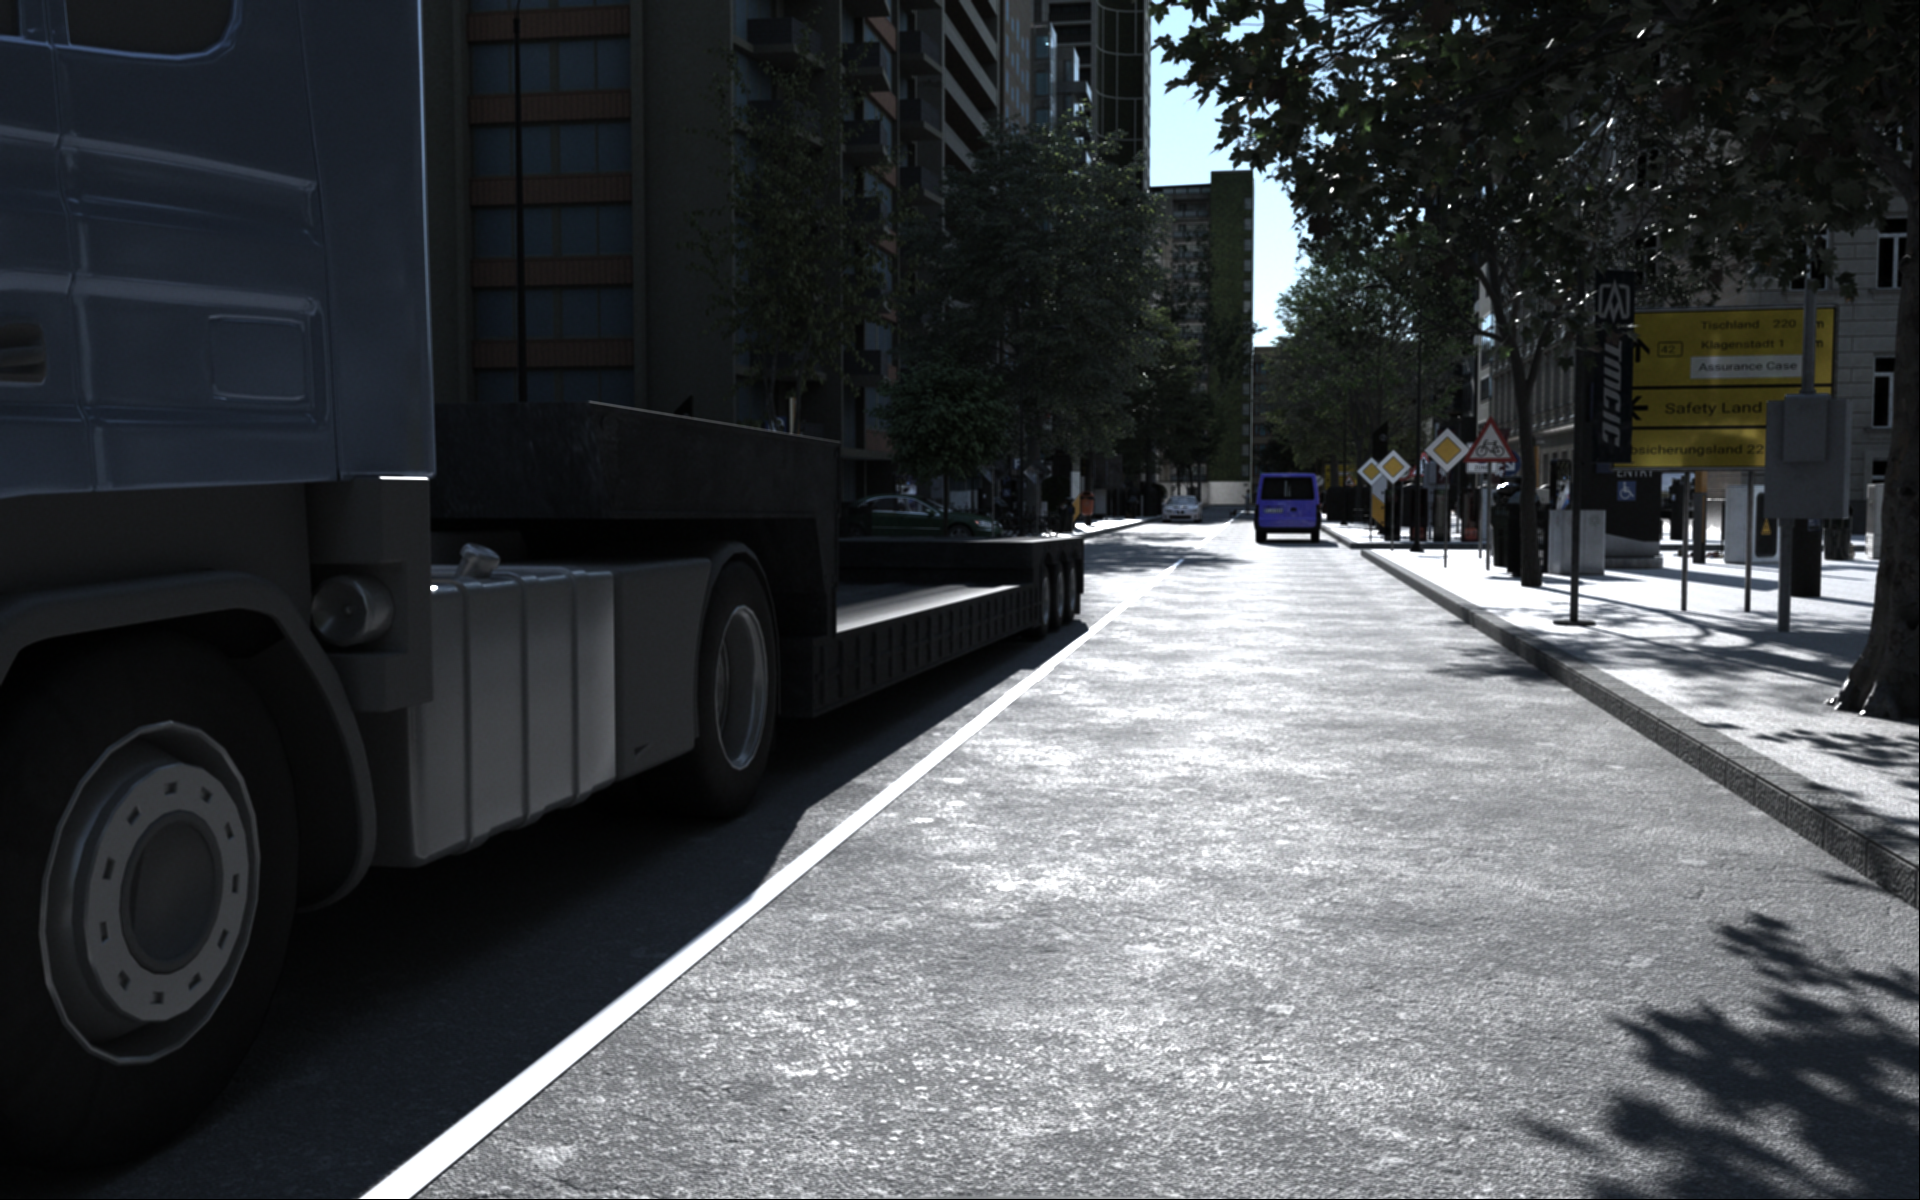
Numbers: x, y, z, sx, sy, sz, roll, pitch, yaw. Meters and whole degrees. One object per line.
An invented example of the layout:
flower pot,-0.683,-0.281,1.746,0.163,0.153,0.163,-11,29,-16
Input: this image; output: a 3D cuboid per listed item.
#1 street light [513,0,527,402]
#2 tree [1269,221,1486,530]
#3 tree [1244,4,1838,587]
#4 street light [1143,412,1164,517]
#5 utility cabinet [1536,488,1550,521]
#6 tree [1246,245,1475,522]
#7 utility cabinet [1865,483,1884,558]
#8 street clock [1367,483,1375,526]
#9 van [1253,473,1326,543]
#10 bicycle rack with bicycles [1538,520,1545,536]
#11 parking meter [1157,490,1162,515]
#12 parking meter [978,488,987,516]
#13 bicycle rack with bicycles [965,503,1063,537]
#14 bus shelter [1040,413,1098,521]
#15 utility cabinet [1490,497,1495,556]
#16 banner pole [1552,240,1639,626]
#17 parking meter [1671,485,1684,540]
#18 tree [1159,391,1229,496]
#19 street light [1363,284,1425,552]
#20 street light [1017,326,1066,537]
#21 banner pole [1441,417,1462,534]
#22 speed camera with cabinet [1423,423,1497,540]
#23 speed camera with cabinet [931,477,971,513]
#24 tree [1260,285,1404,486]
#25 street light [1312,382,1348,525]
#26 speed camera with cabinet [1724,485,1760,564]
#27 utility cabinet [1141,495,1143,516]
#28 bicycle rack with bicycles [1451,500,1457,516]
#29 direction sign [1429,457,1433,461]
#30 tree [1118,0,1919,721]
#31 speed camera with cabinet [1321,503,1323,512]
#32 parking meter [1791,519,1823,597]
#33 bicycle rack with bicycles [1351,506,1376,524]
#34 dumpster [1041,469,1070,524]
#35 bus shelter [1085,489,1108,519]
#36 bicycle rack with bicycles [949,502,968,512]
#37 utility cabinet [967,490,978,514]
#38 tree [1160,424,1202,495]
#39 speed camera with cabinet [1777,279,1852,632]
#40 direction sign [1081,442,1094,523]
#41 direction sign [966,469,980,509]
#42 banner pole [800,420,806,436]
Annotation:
street light,-3.375,-2.616,15.319,1.470,5.913,1.316,1,4,10
tree,14.916,-8.305,61.546,9.928,11.665,9.643,0,3,0
tree,8.037,-5.486,24.114,8.767,10.594,7.601,1,4,11
street light,11.035,-7.636,97.390,1.470,5.913,1.316,1,4,10
utility cabinet,21.983,-3.496,65.836,1.173,1.500,0.318,-3,5,-42
tree,18.477,-10.345,79.509,12.009,13.543,11.850,0,3,0
utility cabinet,18.243,-1.575,34.432,0.318,1.500,1.173,1,4,21
street clock,16.595,-3.985,69.722,0.358,2.002,0.471,3,5,40
van,9.992,-2.954,52.681,2.240,2.365,5.245,1,4,11
bicycle rack with bicycles,18.178,-2.474,53.830,2.925,0.926,2.852,0,4,-4
parking meter,12.223,-6.005,106.584,0.372,1.533,0.369,0,3,0
parking meter,0.970,-4.122,75.803,0.372,1.533,0.369,0,3,0
bicycle rack with bicycles,1.733,-2.341,51.659,2.925,0.926,2.852,0,4,-2
bus shelter,5.034,-6.407,82.386,2.179,5.291,8.768,1,4,10
utility cabinet,11.378,-1.531,36.192,0.306,1.237,1.020,2,4,32
banner pole,6.268,-1.651,17.015,0.863,3.779,0.401,-1,4,-17
parking meter,20.071,-2.444,48.369,0.372,1.533,0.369,0,3,0
tree,21.548,-14.444,161.912,9.928,11.665,9.643,0,3,0
street light,9.606,-4.026,38.361,1.470,5.913,1.316,1,4,10
street light,2.239,-4.614,47.979,1.470,5.913,1.316,1,4,10
banner pole,15.954,-4.047,56.185,0.863,3.779,0.401,3,5,40
speed camera with cabinet,13.986,-3.298,48.255,2.038,3.252,0.660,1,4,19
speed camera with cabinet,-0.483,-5.937,91.404,2.038,3.252,0.660,1,4,18
tree,19.338,-10.598,91.404,7.486,12.596,7.792,0,3,0
street light,15.315,-6.047,71.408,1.470,5.913,1.316,1,4,10
speed camera with cabinet,15.119,-2.319,32.245,2.038,3.252,0.660,-2,4,-32
utility cabinet,10.899,-5.615,102.964,0.306,1.237,1.020,3,5,39
bicycle rack with bicycles,30.847,-5.606,105.044,2.852,0.926,2.925,-1,4,-17
direction sign,25.815,-6.304,95.070,0.379,3.537,0.876,0,4,3
tree,5.610,-5.668,9.677,9.611,12.733,9.660,0,3,0
speed camera with cabinet,26.177,-7.701,120.249,2.038,3.252,0.660,1,4,21
parking meter,10.589,-0.812,21.685,0.372,1.533,0.369,0,3,0
bicycle rack with bicycles,18.233,-3.763,74.906,2.852,0.926,2.925,-2,4,-24
dumpster,3.731,-3.877,65.877,1.502,2.255,1.985,1,4,10
bus shelter,7.196,-5.931,90.895,2.014,3.302,5.546,1,4,10
bicycle rack with bicycles,0.082,-3.714,74.110,2.925,0.926,2.852,0,4,-7
utility cabinet,0.639,-5.351,96.175,0.318,1.500,1.173,-1,4,-22
tree,20.109,-12.467,154.196,4.360,8.622,3.978,0,3,0
speed camera with cabinet,8.503,-1.313,15.809,2.038,3.252,0.660,2,4,32
direction sign,5.560,-5.111,75.567,0.379,3.537,0.876,-2,4,-35
direction sign,0.629,-5.699,85.177,0.876,3.537,0.379,-3,4,-39
banner pole,-5.305,-4.181,58.383,0.401,3.779,0.863,0,4,8
